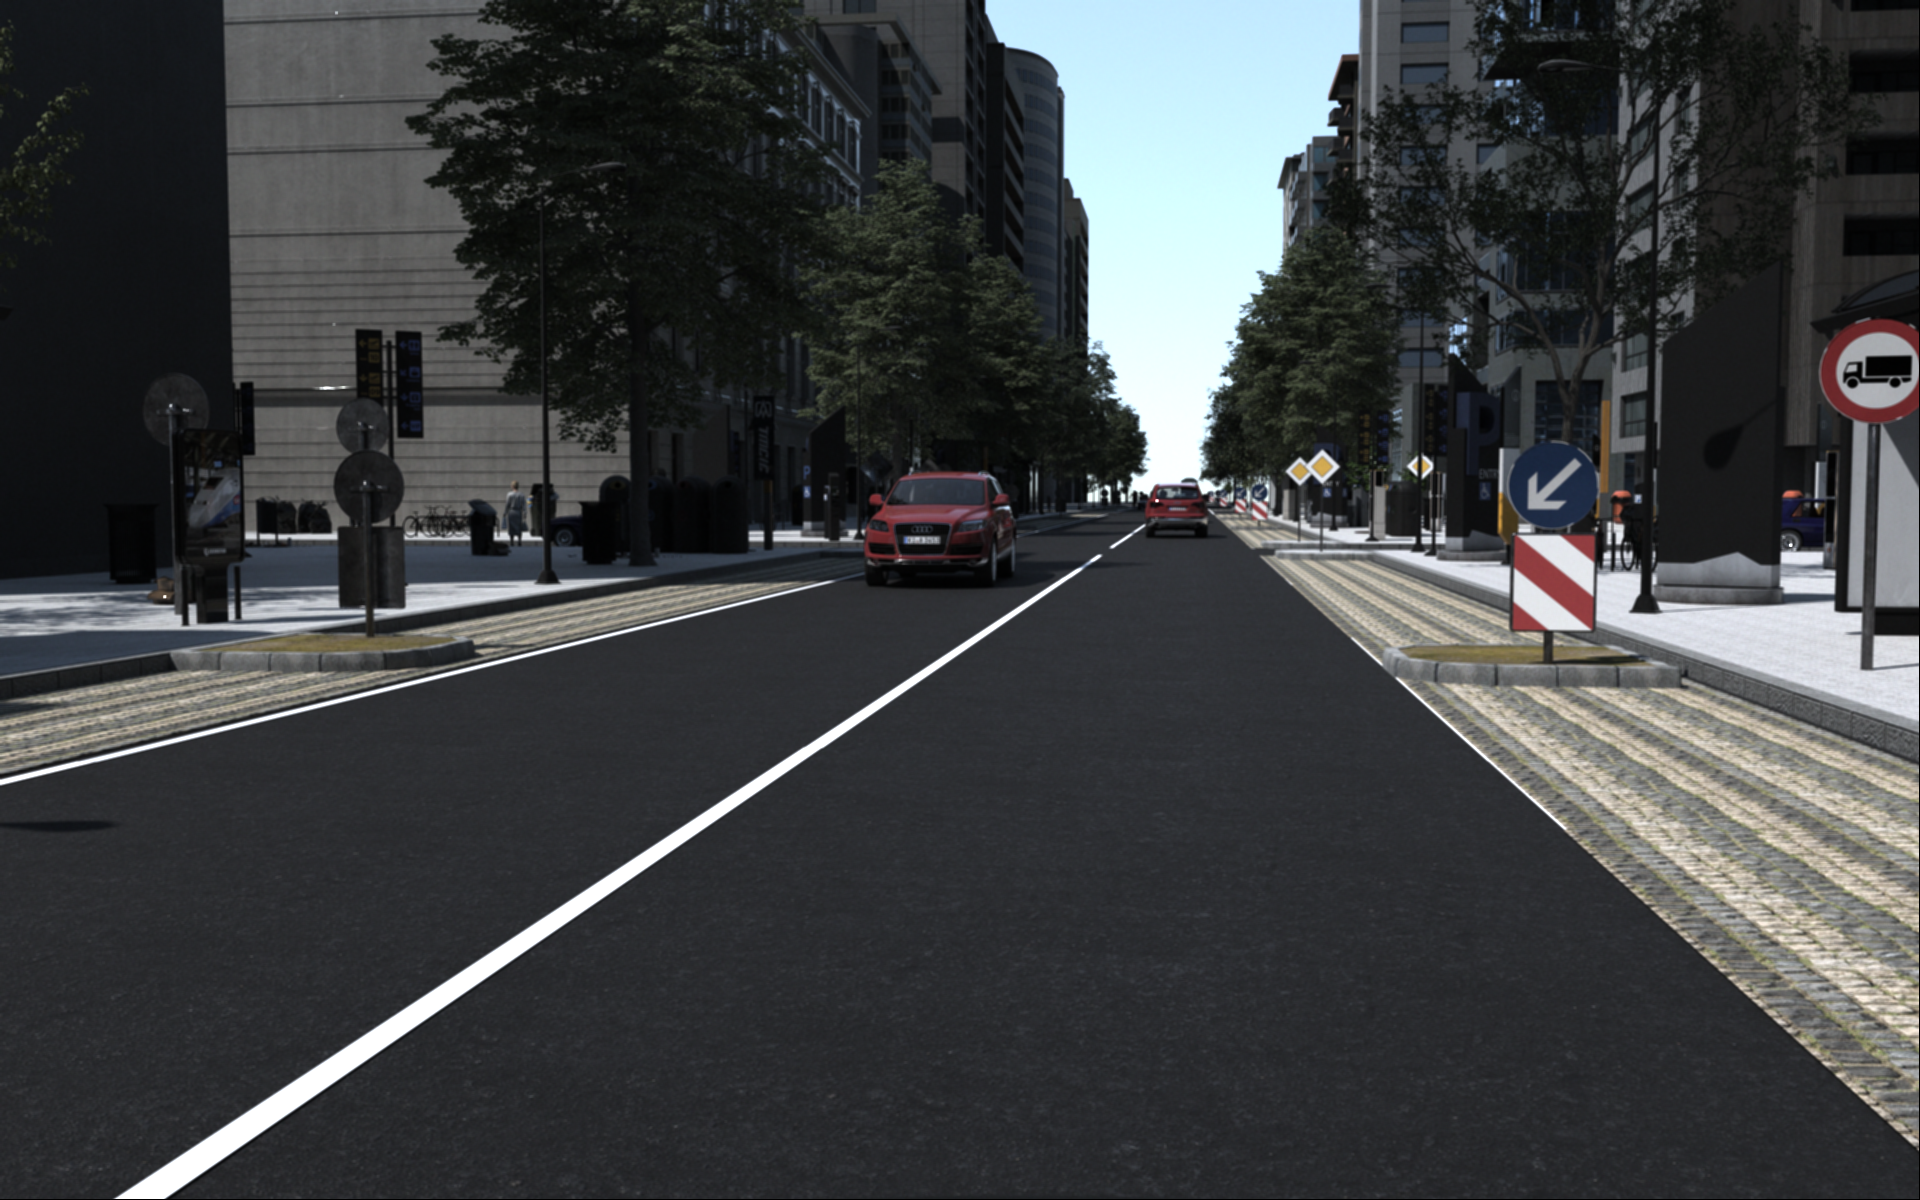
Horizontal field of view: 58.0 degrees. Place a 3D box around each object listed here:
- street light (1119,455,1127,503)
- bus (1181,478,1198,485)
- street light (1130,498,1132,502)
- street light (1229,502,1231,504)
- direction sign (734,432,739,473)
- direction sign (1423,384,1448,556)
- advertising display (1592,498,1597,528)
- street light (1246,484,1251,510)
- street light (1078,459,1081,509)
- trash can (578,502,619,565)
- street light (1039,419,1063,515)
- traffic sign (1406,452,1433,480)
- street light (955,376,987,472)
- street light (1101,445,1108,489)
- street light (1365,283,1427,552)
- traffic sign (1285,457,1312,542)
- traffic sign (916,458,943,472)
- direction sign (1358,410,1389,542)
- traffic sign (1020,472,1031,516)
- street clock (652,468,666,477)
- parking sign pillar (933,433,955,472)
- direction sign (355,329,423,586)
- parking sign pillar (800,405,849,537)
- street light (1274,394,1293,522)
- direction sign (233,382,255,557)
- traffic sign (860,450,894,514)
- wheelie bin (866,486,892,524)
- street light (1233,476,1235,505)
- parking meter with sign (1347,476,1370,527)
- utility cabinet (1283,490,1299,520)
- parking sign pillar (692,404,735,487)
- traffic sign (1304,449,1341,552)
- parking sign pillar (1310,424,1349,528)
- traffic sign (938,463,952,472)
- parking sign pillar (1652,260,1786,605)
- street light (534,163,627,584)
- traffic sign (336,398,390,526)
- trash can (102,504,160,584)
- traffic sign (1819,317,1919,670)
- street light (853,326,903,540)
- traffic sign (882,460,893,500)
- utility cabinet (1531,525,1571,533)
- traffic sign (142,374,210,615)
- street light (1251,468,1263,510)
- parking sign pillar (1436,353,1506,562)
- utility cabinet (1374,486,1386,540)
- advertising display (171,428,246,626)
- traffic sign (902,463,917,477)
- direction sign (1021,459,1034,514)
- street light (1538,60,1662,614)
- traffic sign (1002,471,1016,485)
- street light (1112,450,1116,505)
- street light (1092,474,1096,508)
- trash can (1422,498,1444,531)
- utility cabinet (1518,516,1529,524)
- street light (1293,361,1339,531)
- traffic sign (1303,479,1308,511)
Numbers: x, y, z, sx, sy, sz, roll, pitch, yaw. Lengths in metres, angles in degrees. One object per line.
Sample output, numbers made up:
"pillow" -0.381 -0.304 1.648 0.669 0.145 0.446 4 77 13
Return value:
"street light" 18.794 -14.282 206.053 1.470 5.913 1.316 0 4 8
"bus" 35.050 -16.703 264.638 2.896 3.916 12.252 0 4 8
"street light" 21.415 -15.480 225.636 1.470 5.913 1.316 0 4 8
"street light" 25.363 -11.251 156.495 1.470 5.913 1.316 0 4 8
"direction sign" -8.364 -4.360 63.288 0.876 3.537 0.379 3 5 41
"direction sign" 9.837 -2.684 35.878 0.876 3.537 0.379 -3 5 -44
"advertising display" 21.735 -3.327 59.618 0.123 1.923 0.974 0 4 6
"street light" 20.385 -9.004 119.760 1.470 5.913 1.316 0 4 8
"street light" 7.862 -9.271 124.126 1.470 5.913 1.316 0 4 8
"trash can" -6.611 -1.227 31.722 0.748 1.137 0.748 0 3 0
"street light" 5.657 -8.263 107.645 1.470 5.913 1.316 0 4 8
"traffic sign" 12.561 -2.815 47.216 0.795 2.450 0.064 1 4 12
"street light" 0.379 -5.860 68.344 1.470 5.913 1.316 0 4 8
"street light" 13.191 -11.688 163.641 1.470 5.913 1.316 0 4 8
"street light" 9.608 -4.017 38.219 1.470 5.913 1.316 0 4 8
"traffic sign" 9.093 -2.615 46.392 0.795 2.450 0.064 0 4 8
"traffic sign" -0.861 -2.697 47.736 0.795 2.450 0.064 0 4 8
"direction sign" 11.181 -3.358 46.896 0.876 3.537 0.379 -1 4 -12
"traffic sign" 3.713 -6.078 99.483 0.768 2.556 0.104 1 4 12
"street clock" -8.333 -2.655 47.984 0.358 2.002 0.471 -2 4 -33
"parking sign pillar" -0.599 -5.248 74.272 1.447 3.967 1.447 1 4 21
"direction sign" -7.897 -1.960 24.049 0.876 3.537 0.379 -2 4 -28
"parking sign pillar" -4.065 -3.879 51.890 1.447 3.967 1.447 -3 5 -41
"street light" 15.011 -6.571 79.977 1.470 5.913 1.316 0 4 8
"direction sign" -14.633 -2.642 35.191 0.876 3.537 0.379 2 4 28
"traffic sign" -1.917 -2.213 39.821 0.795 2.450 0.064 0 4 8
"wheelie bin" -3.401 -3.838 70.665 0.980 1.594 0.693 2 4 24
"street light" 22.520 -10.043 136.750 1.470 5.913 1.316 0 4 8
"parking meter with sign" 15.691 -4.379 67.863 0.543 3.016 1.738 3 5 42
"utility cabinet" 16.185 -4.649 84.693 0.318 1.500 1.173 3 4 36
"parking sign pillar" -7.460 -3.917 52.518 1.447 3.967 1.447 2 4 28
"traffic sign" 8.036 -2.131 38.477 0.795 2.450 0.064 0 4 8
"parking sign pillar" 14.078 -4.735 65.896 1.447 3.967 1.447 3 5 43
"traffic sign" -0.711 -4.402 72.077 0.768 2.556 0.104 1 4 13
"parking sign pillar" 9.044 -1.963 20.571 1.447 3.967 1.447 3 4 39
"street light" -5.357 -3.178 24.496 1.470 5.913 1.316 0 4 8
"traffic sign" -7.937 -1.401 23.015 0.768 2.556 0.104 1 4 11
"trash can" -11.875 -0.807 24.852 0.748 1.137 0.748 0 3 0
"traffic sign" 6.617 -0.762 12.562 0.768 2.556 0.104 1 4 16
"street light" -2.282 -4.627 48.186 1.470 5.913 1.316 0 4 8
"traffic sign" -2.722 -3.885 63.633 0.768 2.556 0.104 1 4 10
"utility cabinet" 16.281 -2.236 47.718 1.020 1.237 0.306 1 4 23
"traffic sign" -8.307 -1.115 18.338 0.768 2.556 0.104 0 4 8
"street light" 17.664 -7.769 99.557 1.470 5.913 1.316 0 4 8
"parking sign pillar" 9.987 -2.752 33.471 1.447 3.967 1.447 -3 4 -36
"utility cabinet" 11.714 -2.422 48.277 0.318 1.500 1.173 1 4 13
"advertising display" -7.461 -0.735 17.235 0.123 1.923 0.974 1 4 11
"traffic sign" -2.107 -4.369 71.547 0.768 2.556 0.104 1 4 13
"direction sign" 4.362 -7.364 112.404 0.876 3.537 0.379 -1 4 -19
"street light" 6.888 -2.820 18.649 1.470 5.913 1.316 0 4 8
"traffic sign" 2.651 -5.740 93.959 0.768 2.556 0.104 1 4 16
"street light" 15.828 -12.908 183.589 1.470 5.913 1.316 0 4 8
"street light" 10.475 -10.491 144.070 1.470 5.913 1.316 0 4 8
"trash can" 16.653 -3.021 61.045 0.748 1.137 0.748 0 3 0
"utility cabinet" 23.697 -3.922 72.797 1.173 1.500 0.318 -1 4 -22
"street light" 12.512 -5.372 60.378 1.470 5.913 1.316 0 4 8
"traffic sign" 18.432 -5.642 92.349 0.768 2.556 0.104 1 4 13
